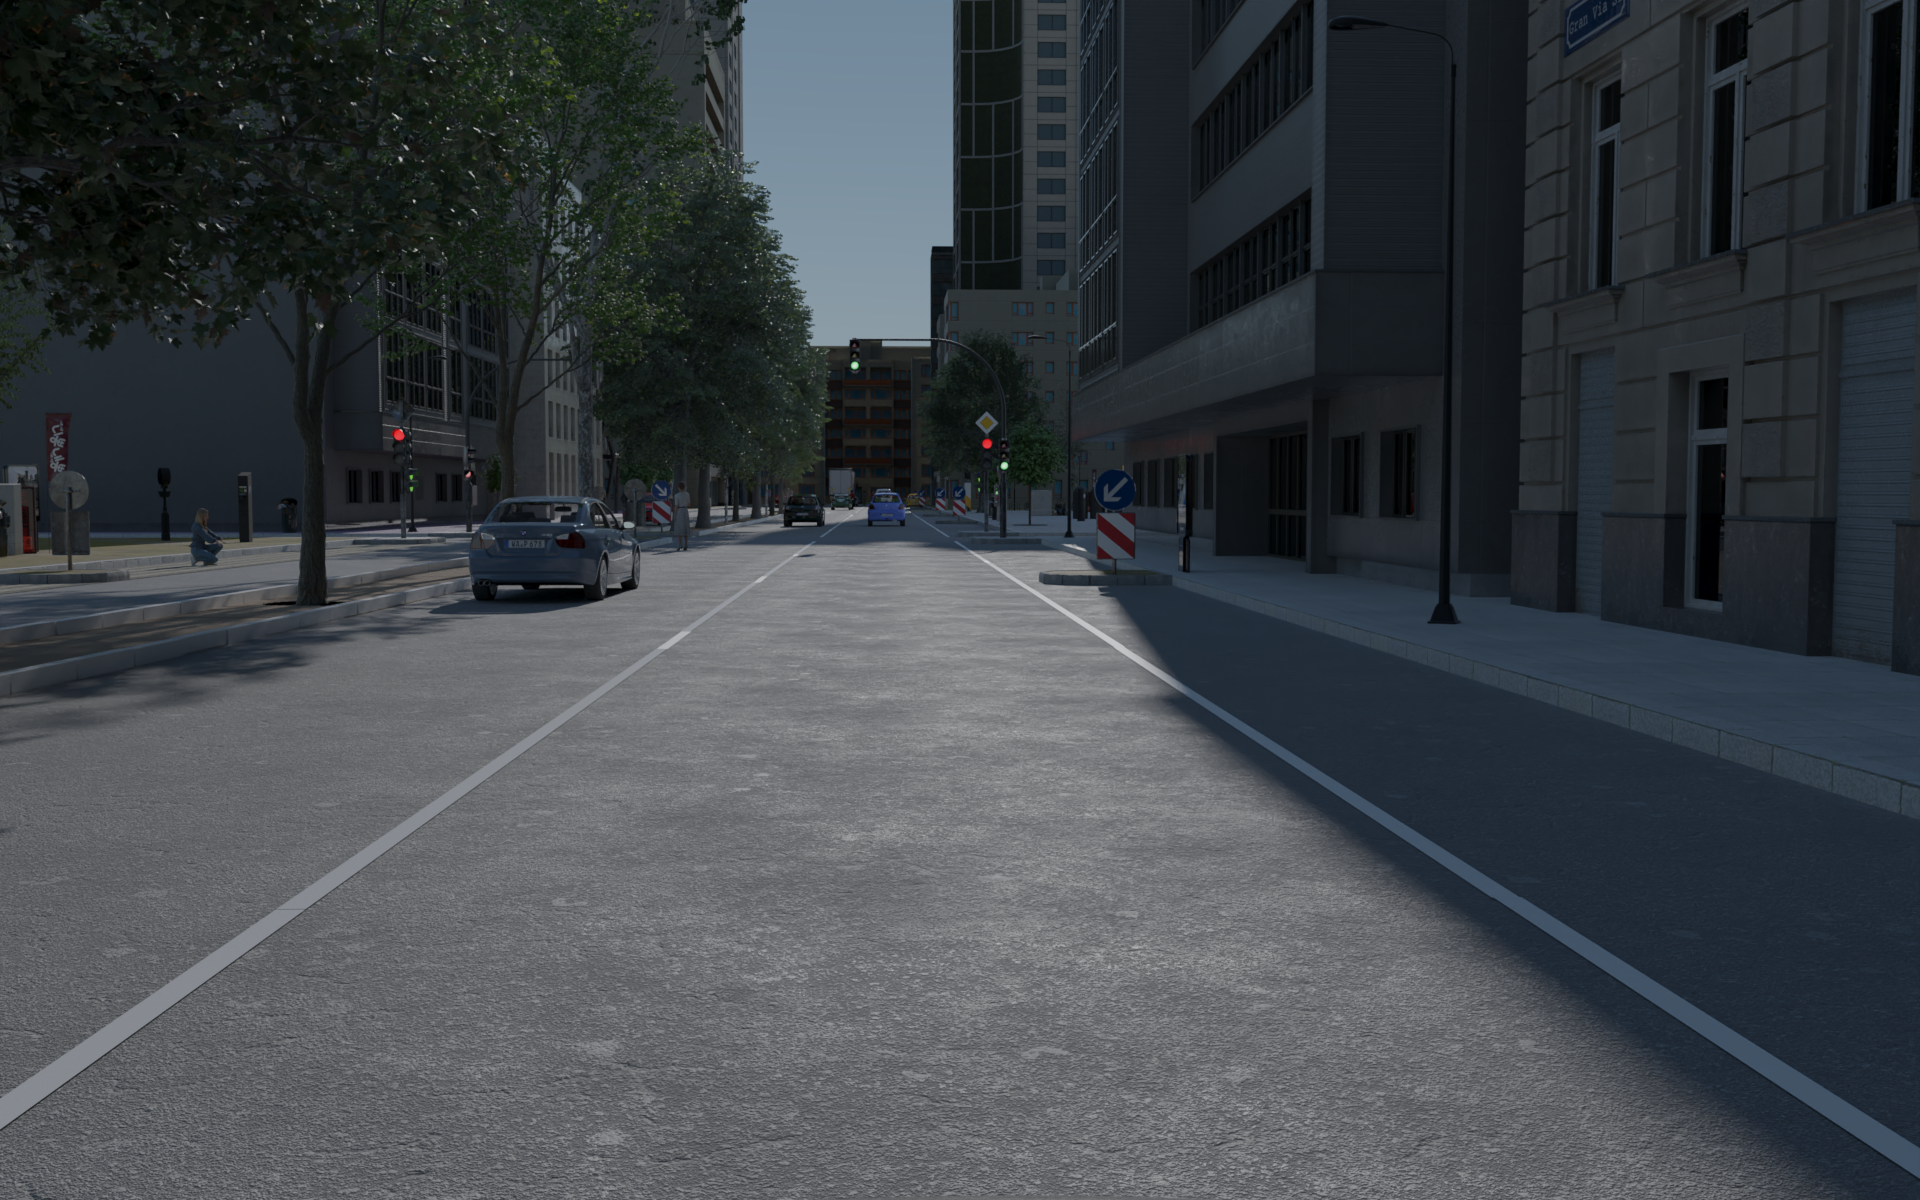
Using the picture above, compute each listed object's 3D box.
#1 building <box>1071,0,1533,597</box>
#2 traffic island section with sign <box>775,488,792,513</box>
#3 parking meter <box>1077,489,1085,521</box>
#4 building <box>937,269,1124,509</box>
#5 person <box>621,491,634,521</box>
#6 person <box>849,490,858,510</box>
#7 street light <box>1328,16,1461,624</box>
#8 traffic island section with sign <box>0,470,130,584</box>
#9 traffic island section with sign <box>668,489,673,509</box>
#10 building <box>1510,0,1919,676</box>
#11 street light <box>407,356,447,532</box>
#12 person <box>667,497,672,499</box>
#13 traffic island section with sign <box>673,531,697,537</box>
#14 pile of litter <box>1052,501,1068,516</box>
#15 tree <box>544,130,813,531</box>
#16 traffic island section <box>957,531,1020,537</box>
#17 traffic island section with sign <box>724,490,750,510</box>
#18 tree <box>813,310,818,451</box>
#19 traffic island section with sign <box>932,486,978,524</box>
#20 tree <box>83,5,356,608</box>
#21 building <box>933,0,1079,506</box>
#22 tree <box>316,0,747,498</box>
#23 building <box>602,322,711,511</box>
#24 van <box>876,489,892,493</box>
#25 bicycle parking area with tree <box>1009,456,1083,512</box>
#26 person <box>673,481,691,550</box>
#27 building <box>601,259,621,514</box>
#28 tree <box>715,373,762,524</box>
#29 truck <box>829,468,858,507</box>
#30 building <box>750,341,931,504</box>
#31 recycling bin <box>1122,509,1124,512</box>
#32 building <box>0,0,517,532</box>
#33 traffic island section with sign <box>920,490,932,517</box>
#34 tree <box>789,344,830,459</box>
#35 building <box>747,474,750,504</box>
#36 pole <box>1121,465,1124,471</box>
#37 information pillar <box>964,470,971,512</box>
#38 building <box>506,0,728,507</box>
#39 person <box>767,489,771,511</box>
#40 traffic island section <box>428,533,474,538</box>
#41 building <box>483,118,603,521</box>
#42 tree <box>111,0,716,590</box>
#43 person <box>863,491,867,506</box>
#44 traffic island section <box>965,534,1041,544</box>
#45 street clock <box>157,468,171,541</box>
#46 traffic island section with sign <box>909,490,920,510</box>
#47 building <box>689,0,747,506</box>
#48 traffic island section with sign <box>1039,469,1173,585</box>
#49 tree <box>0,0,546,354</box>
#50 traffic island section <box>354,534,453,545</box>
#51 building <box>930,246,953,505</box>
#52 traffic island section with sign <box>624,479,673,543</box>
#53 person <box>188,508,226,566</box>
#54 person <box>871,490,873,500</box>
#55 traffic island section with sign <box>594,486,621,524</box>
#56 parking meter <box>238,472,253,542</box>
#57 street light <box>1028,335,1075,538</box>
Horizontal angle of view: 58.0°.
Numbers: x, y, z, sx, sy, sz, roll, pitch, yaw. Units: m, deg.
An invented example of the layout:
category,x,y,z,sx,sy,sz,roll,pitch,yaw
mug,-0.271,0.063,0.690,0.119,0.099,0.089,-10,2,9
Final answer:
category,x,y,z,sx,sy,sz,roll,pitch,yaw
building,10.980,-13.260,35.870,14.314,24.678,30.058,0,4,-3
traffic island section with sign,-13.322,-7.648,133.174,2.006,1.907,1.989,0,4,-3
parking meter,5.706,-4.473,81.540,0.372,1.533,0.369,0,3,0
building,12.125,-19.360,161.582,27.650,21.520,28.899,0,4,-3
person,-13.509,-3.848,70.780,0.474,1.900,0.648,2,4,28
person,-9.898,-9.231,159.362,0.705,1.831,1.348,-3,5,-40
street light,4.273,-2.721,17.026,1.470,5.913,1.316,0,4,-3
traffic island section with sign,-14.831,-1.208,28.377,1.989,1.847,2.006,0,4,-3
traffic island section with sign,-18.505,-6.202,110.034,1.989,1.847,2.006,0,4,-3
building,12.572,-12.856,7.461,12.463,27.353,25.104,0,4,-3
street light,-17.931,-5.244,58.288,1.470,5.913,1.316,0,4,-3
person,-19.231,-6.410,113.859,0.519,1.759,0.362,1,4,13
traffic island section with sign,-9.931,-3.057,58.112,2.006,1.907,1.989,0,4,-3
pile of litter,5.695,-5.397,102.207,1.719,0.858,1.176,-1,4,-19
tree,-10.070,-9.330,61.651,9.857,13.997,8.962,0,3,0
traffic island section,0.927,-2.242,58.938,2.009,0.180,2.903,0,4,-3
traffic island section with sign,-20.764,-9.267,160.145,1.989,1.847,2.006,0,4,-3
tree,-10.672,-9.936,71.572,9.857,13.997,8.962,0,3,0
traffic island section with sign,-0.185,-4.580,83.512,1.989,1.847,2.006,0,4,-3
tree,-8.211,-5.724,21.805,9.928,11.665,9.643,0,3,0
building,7.664,-45.648,184.600,20.563,71.187,20.611,0,4,-3
tree,-10.526,-11.308,43.234,12.611,20.169,13.585,0,3,0
building,-36.534,-18.467,146.971,27.650,21.520,28.899,0,4,-3
van,-6.590,-8.714,149.488,2.013,2.044,4.112,0,4,-3
bicycle parking area with tree,6.453,-8.774,130.460,8.231,4.147,9.016,2,4,35
person,-7.113,-2.145,44.144,0.480,1.755,0.524,-3,5,-41
building,-29.884,-14.673,107.350,16.820,18.784,16.811,0,4,-3
tree,-10.943,-7.838,80.965,4.737,8.622,4.395,0,3,0
truck,-13.087,-12.558,194.241,2.839,4.237,11.283,0,4,-1
building,-12.177,-23.617,231.173,28.899,21.520,27.650,0,4,-3
recycling bin,9.686,-5.278,98.845,0.722,1.027,0.722,2,4,33
building,-27.426,-16.872,69.366,14.314,27.812,24.014,0,4,-3
traffic island section with sign,-1.385,-6.227,110.441,1.989,1.847,2.006,0,4,-3
tree,-11.512,-9.852,89.289,9.928,11.665,9.643,0,3,0
building,-42.122,-23.533,229.805,28.899,21.520,27.650,0,4,-3
pole,11.525,-7.907,123.128,0.158,3.312,0.155,0,3,0
information pillar,0.573,-8.272,126.603,0.504,3.616,0.183,-2,4,-24
building,-34.783,-33.502,171.452,21.300,48.544,21.600,0,4,-3
person,-15.832,-8.261,143.436,0.599,1.838,0.709,-3,5,-44
traffic island section,-16.497,-2.195,58.161,2.009,0.180,2.903,0,4,-3
building,-25.366,-14.423,90.559,10.420,20.320,16.860,0,4,-3
tree,-8.336,-6.337,31.819,9.928,11.665,9.643,0,3,0
person,-11.337,-12.076,205.951,0.705,1.824,1.348,-1,4,-21
traffic island section,1.287,-1.754,50.961,2.009,0.180,2.903,0,4,-3
street clock,-21.835,-2.629,47.555,0.358,2.002,0.471,-3,5,-40
traffic island section with sign,-3.653,-9.294,160.590,1.989,1.847,2.006,0,4,-3
building,-35.621,-46.421,197.236,20.611,71.187,20.563,0,4,-3
traffic island section with sign,2.312,-1.192,28.120,1.989,1.847,2.006,0,4,-3
tree,-8.141,-5.654,11.915,9.611,12.733,9.660,0,3,0
traffic island section,-16.137,-1.707,50.184,2.009,0.180,2.903,0,4,-3
building,3.488,-26.379,202.999,14.160,30.474,14.107,0,4,-3
traffic island section with sign,-9.608,-2.604,50.711,2.006,1.907,1.989,0,4,-3
person,-14.956,-1.257,34.554,0.738,1.151,1.012,0,4,-5
person,-8.311,-9.544,164.483,0.705,1.831,1.348,0,4,-6
traffic island section with sign,-17.273,-4.534,82.755,1.989,1.847,2.006,0,4,-3
parking meter,-19.017,-2.469,46.081,0.255,1.863,0.399,0,4,-6
street light,2.682,-4.792,50.897,1.470,5.913,1.316,0,4,-3
